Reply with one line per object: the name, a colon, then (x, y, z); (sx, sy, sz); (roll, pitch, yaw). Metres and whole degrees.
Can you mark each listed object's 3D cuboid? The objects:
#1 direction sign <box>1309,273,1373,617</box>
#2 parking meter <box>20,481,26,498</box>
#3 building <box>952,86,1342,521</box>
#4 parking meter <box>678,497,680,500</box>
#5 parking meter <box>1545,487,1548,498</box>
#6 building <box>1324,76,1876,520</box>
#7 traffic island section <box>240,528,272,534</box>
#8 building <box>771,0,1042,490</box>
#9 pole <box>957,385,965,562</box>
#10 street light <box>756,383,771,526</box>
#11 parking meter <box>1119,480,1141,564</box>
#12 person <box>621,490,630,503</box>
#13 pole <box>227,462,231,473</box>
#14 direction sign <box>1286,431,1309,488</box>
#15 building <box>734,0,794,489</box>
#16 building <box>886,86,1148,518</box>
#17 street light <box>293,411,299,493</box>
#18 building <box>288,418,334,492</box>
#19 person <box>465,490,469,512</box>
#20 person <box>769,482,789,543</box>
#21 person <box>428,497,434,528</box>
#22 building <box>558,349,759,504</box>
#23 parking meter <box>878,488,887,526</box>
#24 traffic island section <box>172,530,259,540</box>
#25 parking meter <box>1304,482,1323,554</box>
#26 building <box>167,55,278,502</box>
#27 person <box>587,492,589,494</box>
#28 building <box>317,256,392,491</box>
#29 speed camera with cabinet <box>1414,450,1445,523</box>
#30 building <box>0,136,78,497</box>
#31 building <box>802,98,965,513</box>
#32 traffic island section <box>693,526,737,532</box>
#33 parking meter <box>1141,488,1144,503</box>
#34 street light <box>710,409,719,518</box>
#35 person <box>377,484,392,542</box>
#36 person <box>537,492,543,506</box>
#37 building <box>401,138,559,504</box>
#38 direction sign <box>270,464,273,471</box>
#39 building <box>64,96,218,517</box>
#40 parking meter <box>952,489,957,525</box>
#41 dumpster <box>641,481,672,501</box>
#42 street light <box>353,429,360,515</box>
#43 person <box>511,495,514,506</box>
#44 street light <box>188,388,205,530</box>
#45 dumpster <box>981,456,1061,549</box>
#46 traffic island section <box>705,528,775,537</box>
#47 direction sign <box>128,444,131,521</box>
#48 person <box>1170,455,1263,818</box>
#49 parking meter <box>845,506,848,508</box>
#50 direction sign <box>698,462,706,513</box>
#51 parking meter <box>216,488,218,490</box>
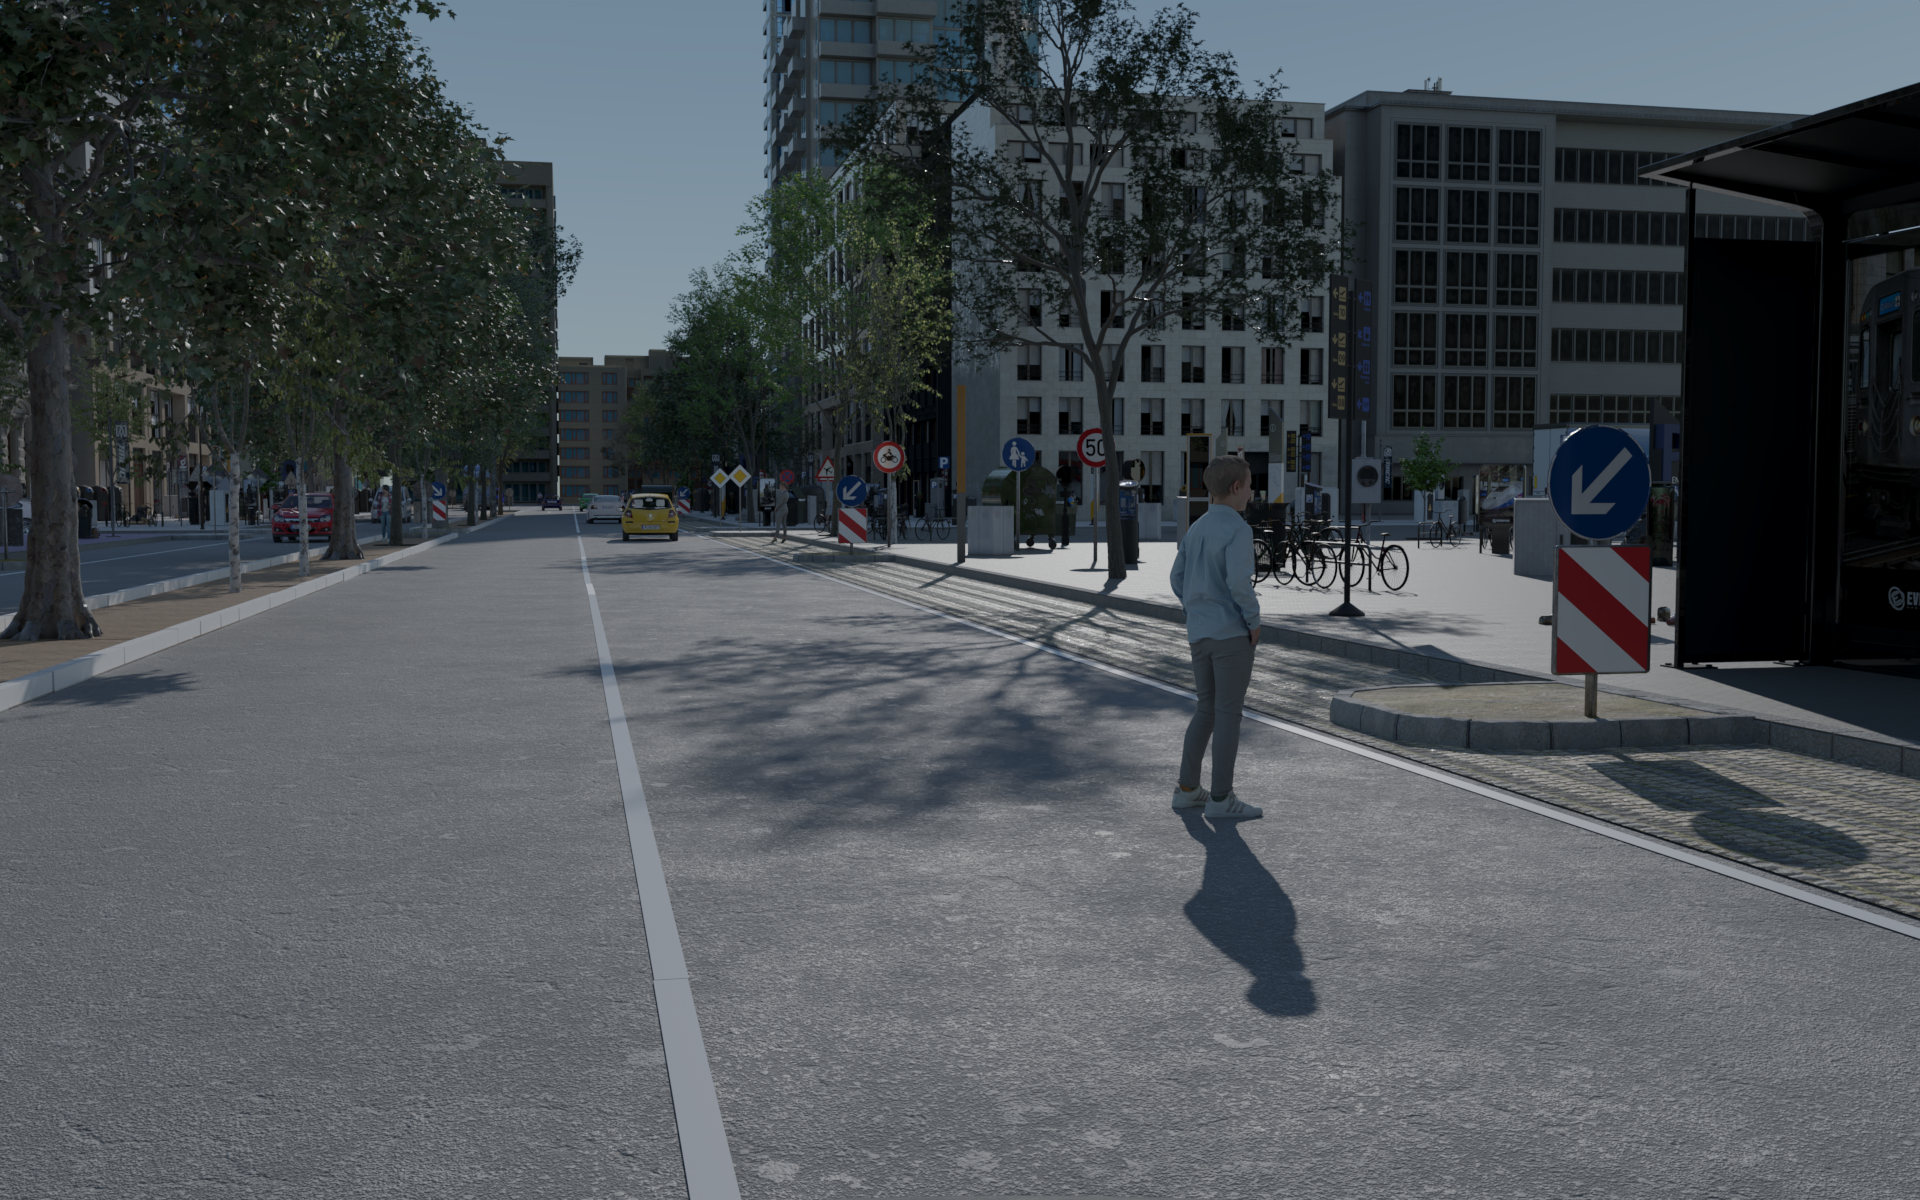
direction sign: (4.088, -1.602, 18.195); (0.379, 3.537, 0.876); (3, 5, 41)
parking meter: (-41.372, -4.316, 76.284); (0.399, 1.863, 0.255); (1, 4, 18)
building: (8.920, -14.169, 86.407); (16.860, 20.320, 10.420); (-1, 4, -13)
parking meter: (-21.343, -7.562, 132.045); (0.372, 1.533, 0.369); (0, 3, 0)
parking meter: (15.214, -2.209, 44.534); (0.372, 1.533, 0.369); (0, 3, 0)
building: (32.144, -16.783, 93.469); (30.058, 24.678, 14.314); (-1, 4, -13)
traffic island section: (-25.472, -2.486, 62.919); (2.009, 0.180, 2.903); (-1, 4, -13)
building: (-5.600, -33.216, 162.696); (23.786, 49.044, 30.456); (-1, 4, -13)
pole: (0.022, -2.367, 32.538); (0.158, 3.312, 0.155); (0, 3, 0)
street light: (-7.954, -5.965, 70.315); (0.468, 5.910, 1.993); (-1, 4, -13)
parking meter: (3.081, -1.430, 31.793); (0.372, 1.533, 0.369); (0, 3, 0)
person: (-31.794, -9.540, 164.463); (0.705, 1.826, 1.348); (3, 4, 36)
pole: (-30.634, -4.822, 72.678); (0.158, 3.312, 0.155); (0, 3, 0)
direction sign: (12.075, -4.269, 61.790); (0.876, 3.537, 0.379); (0, 4, 2)
building: (-13.135, -53.756, 191.586); (22.319, 86.520, 31.000); (-1, 4, -13)
building: (3.053, -16.703, 102.764); (12.332, 23.373, 15.834); (-1, 4, -13)
street light: (-32.707, -6.890, 85.438); (0.468, 5.910, 1.993); (-1, 4, -13)
building: (-80.140, -20.455, 179.472); (28.899, 21.520, 27.650); (-1, 4, -13)
person: (-38.683, -7.797, 136.160); (0.592, 1.802, 0.473); (-2, 4, -35)
person: (-5.279, -2.551, 50.483); (0.573, 1.790, 0.520); (0, 4, -5)
person: (-20.876, -3.607, 68.479); (0.512, 1.701, 0.522); (2, 4, 28)
building: (-42.441, -24.614, 247.480); (28.899, 21.520, 27.650); (-1, 4, -13)
parking meter: (-3.147, -3.799, 70.530); (0.372, 1.533, 0.369); (0, 3, 0)
traffic island section: (-23.721, -2.009, 55.128); (2.009, 0.180, 2.903); (-1, 4, -13)
parking meter: (7.531, -1.743, 36.915); (0.372, 1.533, 0.369); (0, 3, 0)
building: (-69.016, -50.866, 144.336); (22.319, 86.520, 31.000); (-1, 4, -13)
person: (-44.131, -11.979, 205.069); (1.217, 1.735, 0.721); (2, 4, 28)
building: (-92.810, -37.528, 233.186); (30.456, 49.044, 23.786); (-1, 4, -13)
speed camera with cabinet: (20.993, -5.080, 77.393); (0.660, 3.252, 2.038); (3, 4, 38)
building: (-48.210, -15.252, 78.248); (11.050, 23.489, 19.941); (-1, 4, -13)
building: (0.133, -19.759, 127.582); (19.350, 26.468, 34.151); (-1, 4, -13)
traffic island section: (-9.185, -2.708, 66.562); (2.009, 0.180, 2.903); (-1, 4, -13)
parking meter: (7.265, -3.771, 70.073); (0.372, 1.533, 0.369); (0, 3, 0)
street light: (-13.241, -7.388, 93.582); (0.468, 5.910, 1.993); (-1, 4, -13)
person: (-17.219, -2.611, 52.030); (0.563, 1.720, 0.643); (0, 4, -2)
person: (-51.469, -12.388, 211.984); (0.756, 1.711, 0.436); (2, 4, 32)
building: (-66.367, -37.570, 237.976); (21.600, 48.544, 21.300); (-1, 4, -13)
direction sign: (-44.843, -7.345, 112.089); (0.876, 3.537, 0.379); (1, 4, 8)
building: (-58.298, -18.339, 104.360); (19.350, 26.468, 34.151); (-1, 4, -13)
parking meter: (-0.150, -3.827, 70.990); (0.372, 1.533, 0.369); (0, 3, 0)
dumpster: (-19.463, -6.490, 111.070); (1.985, 2.255, 1.502); (-1, 4, -14)
street light: (-37.704, -8.291, 108.341); (0.468, 5.910, 1.993); (-1, 4, -13)
person: (-54.478, -12.342, 210.157); (0.709, 1.838, 0.599); (1, 4, 11)
street light: (-27.454, -5.493, 62.592); (0.468, 5.910, 1.993); (-1, 4, -13)
dumpster: (1.453, -2.347, 40.867); (1.502, 2.255, 1.985); (-1, 4, -13)
traffic island section: (-7.433, -2.232, 58.771); (2.009, 0.180, 2.903); (-1, 4, -13)
direction sign: (-37.801, -5.309, 78.795); (0.379, 3.537, 0.876); (-2, 4, -30)
person: (1.172, 0.159, 7.711); (0.330, 1.601, 0.589); (-1, 4, -16)
parking meter: (-5.926, -4.933, 89.059); (0.372, 1.533, 0.369); (0, 3, 0)
direction sign: (-17.642, -7.729, 118.372); (0.876, 3.537, 0.379); (3, 5, 45)
parking meter: (-31.676, -4.027, 74.257); (0.372, 1.533, 0.369); (0, 3, 0)
